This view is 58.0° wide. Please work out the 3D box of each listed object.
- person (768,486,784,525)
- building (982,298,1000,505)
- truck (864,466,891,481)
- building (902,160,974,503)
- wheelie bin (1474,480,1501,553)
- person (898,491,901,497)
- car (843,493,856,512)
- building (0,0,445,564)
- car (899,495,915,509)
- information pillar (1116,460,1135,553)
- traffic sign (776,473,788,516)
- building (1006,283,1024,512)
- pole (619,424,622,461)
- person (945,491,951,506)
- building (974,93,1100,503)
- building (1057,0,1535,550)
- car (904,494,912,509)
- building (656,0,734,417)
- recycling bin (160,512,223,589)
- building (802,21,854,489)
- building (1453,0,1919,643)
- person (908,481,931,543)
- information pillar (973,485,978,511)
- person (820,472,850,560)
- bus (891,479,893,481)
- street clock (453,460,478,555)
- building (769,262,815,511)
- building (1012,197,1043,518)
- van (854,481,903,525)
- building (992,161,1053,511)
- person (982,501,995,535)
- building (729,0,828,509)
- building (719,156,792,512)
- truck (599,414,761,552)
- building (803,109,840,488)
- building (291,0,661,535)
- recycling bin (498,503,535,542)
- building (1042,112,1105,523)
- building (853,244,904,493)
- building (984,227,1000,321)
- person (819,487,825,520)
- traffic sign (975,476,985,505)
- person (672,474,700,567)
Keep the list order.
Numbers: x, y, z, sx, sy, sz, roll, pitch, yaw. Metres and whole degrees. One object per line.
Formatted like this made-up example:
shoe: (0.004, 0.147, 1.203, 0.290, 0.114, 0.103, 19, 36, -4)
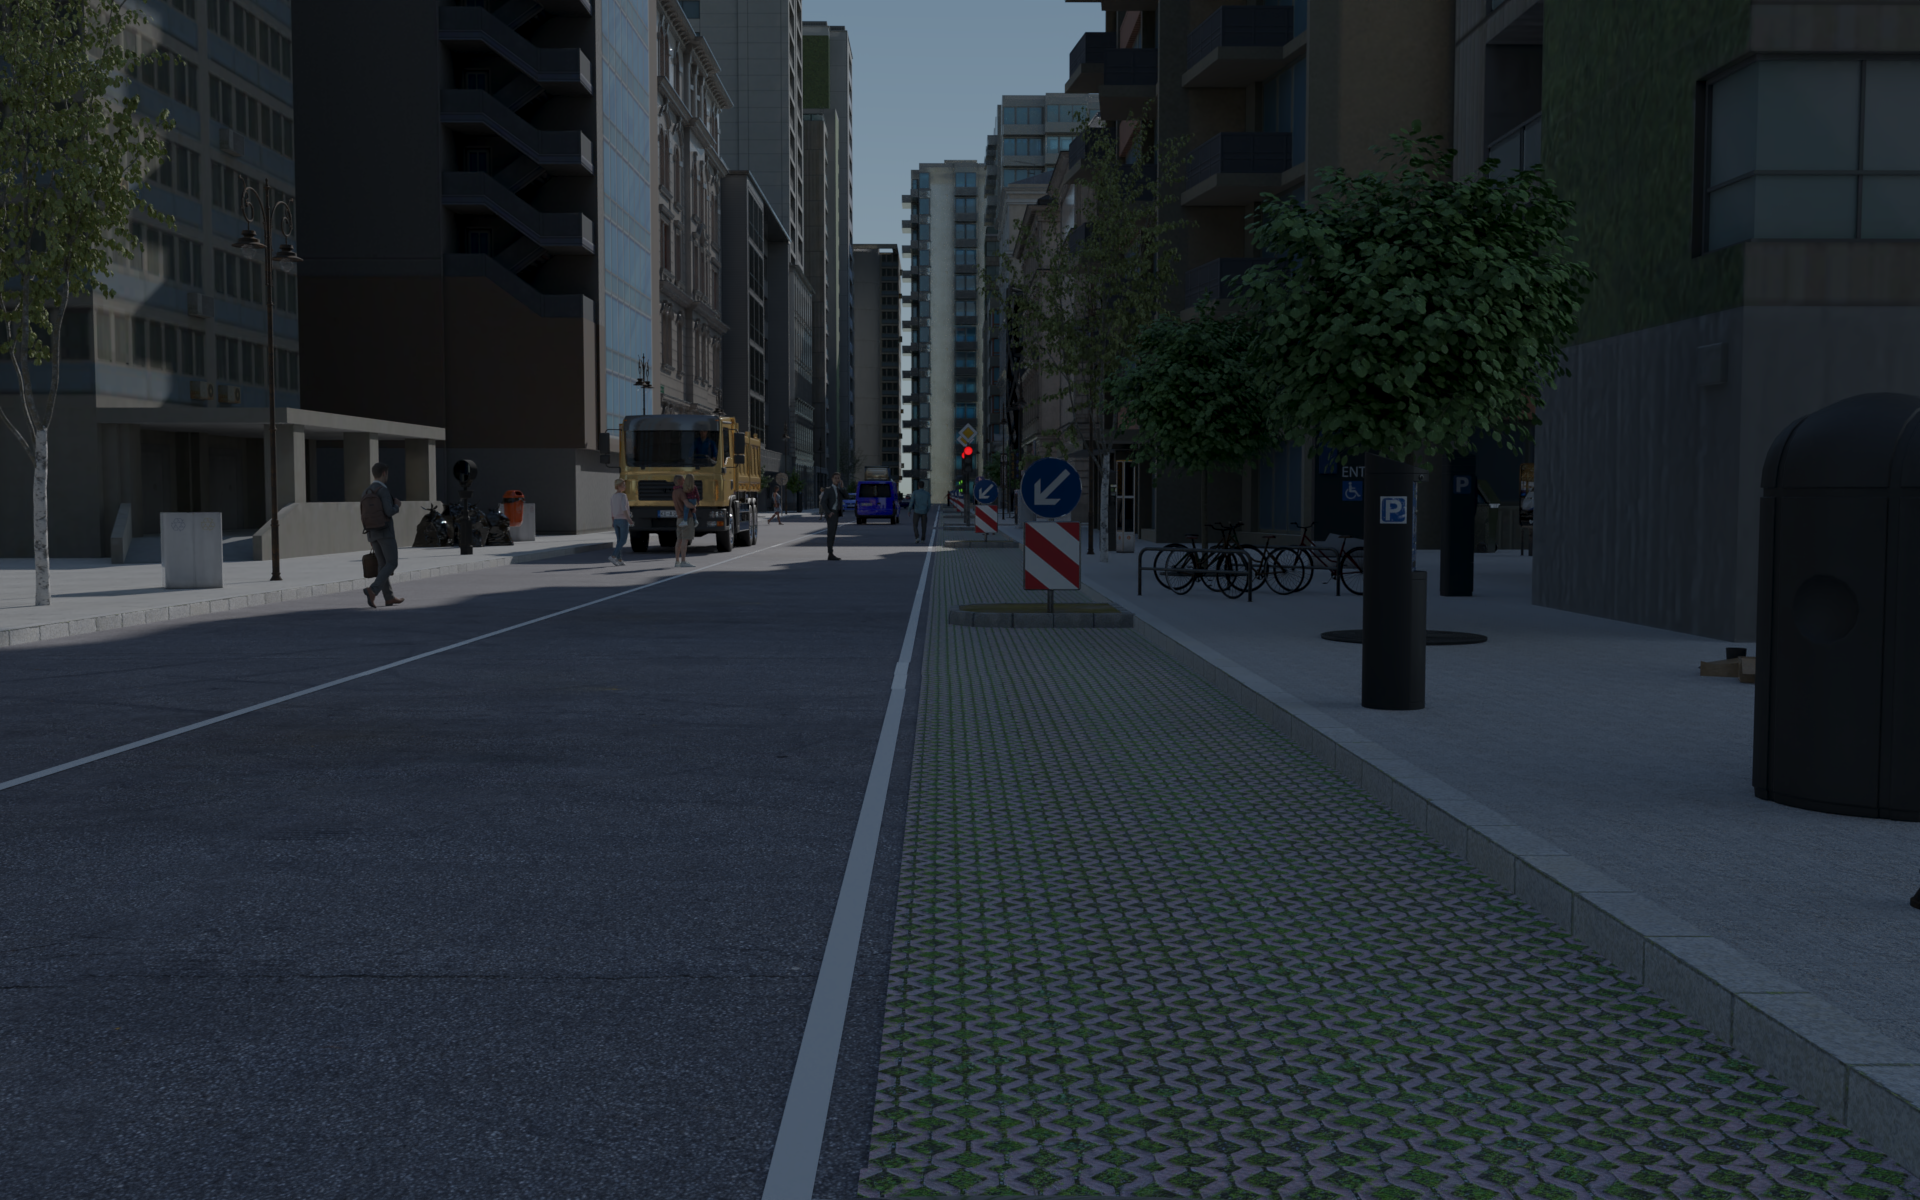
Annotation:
person: (-8.553, -4.386, 80.307, 0.778, 1.811, 0.616, 0, 4, 3)
building: (16.299, -19.698, 167.107, 27.650, 21.520, 28.899, 0, 4, -1)
truck: (-8.323, -11.364, 174.715, 2.839, 4.237, 11.283, 0, 4, -1)
building: (7.035, -38.403, 247.495, 30.456, 49.044, 23.786, 0, 4, -1)
wheelie bin: (11.353, -1.832, 37.856, 0.693, 1.594, 0.980, 3, 5, 39)
person: (-7.026, -11.858, 202.385, 0.705, 1.822, 1.348, -1, 4, -17)
car: (-8.786, -8.001, 140.407, 1.945, 1.707, 3.694, 0, 4, -1)
building: (-29.577, -21.218, 38.793, 32.217, 40.220, 23.993, 0, 4, -1)
car: (-5.042, -9.165, 162.435, 1.945, 1.354, 3.894, 0, 4, 0)
information pillar: (3.598, -2.027, 37.639, 0.304, 2.012, 0.304, -2, 4, -26)
traffic sign: (-10.570, -6.275, 102.704, 0.768, 2.556, 0.104, 0, 4, 8)
building: (11.645, -15.656, 123.431, 16.820, 18.784, 16.811, 0, 4, -1)
pole: (-9.771, -3.449, 50.242, 0.158, 3.312, 0.155, 0, 3, 0)
person: (-1.356, -11.759, 200.697, 0.705, 1.831, 1.348, 3, 4, 38)
building: (14.185, -36.144, 210.563, 23.786, 49.044, 30.456, 0, 4, -1)
building: (14.642, -24.316, 52.186, 22.147, 44.769, 28.867, 0, 4, -1)
car: (-4.689, -9.983, 172.259, 2.155, 1.783, 4.494, 0, 4, 0)
building: (-19.715, -18.390, 88.069, 14.401, 28.519, 23.554, 0, 4, -1)
recycling bin: (-10.524, -0.683, 23.721, 0.722, 1.027, 0.722, -2, 4, -28)
building: (-27.531, -41.170, 215.132, 28.212, 58.520, 21.231, 0, 4, -1)
building: (13.628, -20.611, 20.593, 14.154, 41.232, 14.086, 0, 4, -1)
person: (-1.168, -2.575, 50.616, 0.660, 1.820, 0.620, -1, 4, -13)
information pillar: (1.187, -7.884, 133.393, 0.304, 2.012, 0.304, -2, 4, -23)
person: (-2.703, -1.823, 37.669, 0.474, 1.900, 0.648, 2, 4, 24)
bus: (-9.196, -12.724, 202.896, 2.948, 3.499, 13.247, 0, 3, 0)
street clock: (-10.437, -1.958, 36.578, 0.471, 2.002, 0.358, 1, 4, 22)
building: (-17.192, -17.777, 139.808, 9.793, 20.994, 18.267, 0, 4, -1)
building: (8.665, -14.383, 99.790, 10.561, 19.102, 19.286, 0, 4, -1)
van: (-3.915, -4.807, 82.981, 2.240, 2.365, 5.245, 0, 4, 1)
building: (9.720, -21.751, 141.538, 13.634, 28.700, 20.117, 0, 4, -1)
person: (0.993, -3.156, 60.287, 0.511, 1.800, 0.466, 1, 4, 13)
building: (-22.923, -44.158, 160.233, 20.563, 71.187, 20.611, 0, 4, -1)
building: (-19.606, -18.126, 115.431, 14.314, 24.678, 30.058, 0, 4, -1)
truck: (-6.917, -2.999, 44.964, 3.469, 3.379, 9.791, 0, 4, -1)
building: (-19.867, -30.269, 178.495, 14.154, 41.232, 14.086, 0, 4, -1)
building: (-18.751, -25.054, 59.741, 14.200, 45.320, 14.600, 0, 4, -1)
recycling bin: (-12.056, -2.114, 47.116, 0.722, 1.027, 0.722, 1, 4, 21)
building: (13.972, -13.264, 81.487, 19.286, 19.102, 10.561, 0, 4, -1)
building: (-20.307, -34.205, 251.139, 23.993, 40.220, 32.217, 0, 4, -1)
building: (9.626, -25.513, 188.842, 14.160, 30.474, 14.107, 0, 4, -1)
person: (-7.550, -5.327, 95.829, 0.641, 1.798, 0.478, 2, 4, 33)
traffic sign: (1.449, -7.536, 123.324, 0.768, 2.556, 0.104, 0, 4, 6)
person: (-5.401, -1.563, 34.029, 0.580, 1.828, 0.573, 1, 4, 11)
